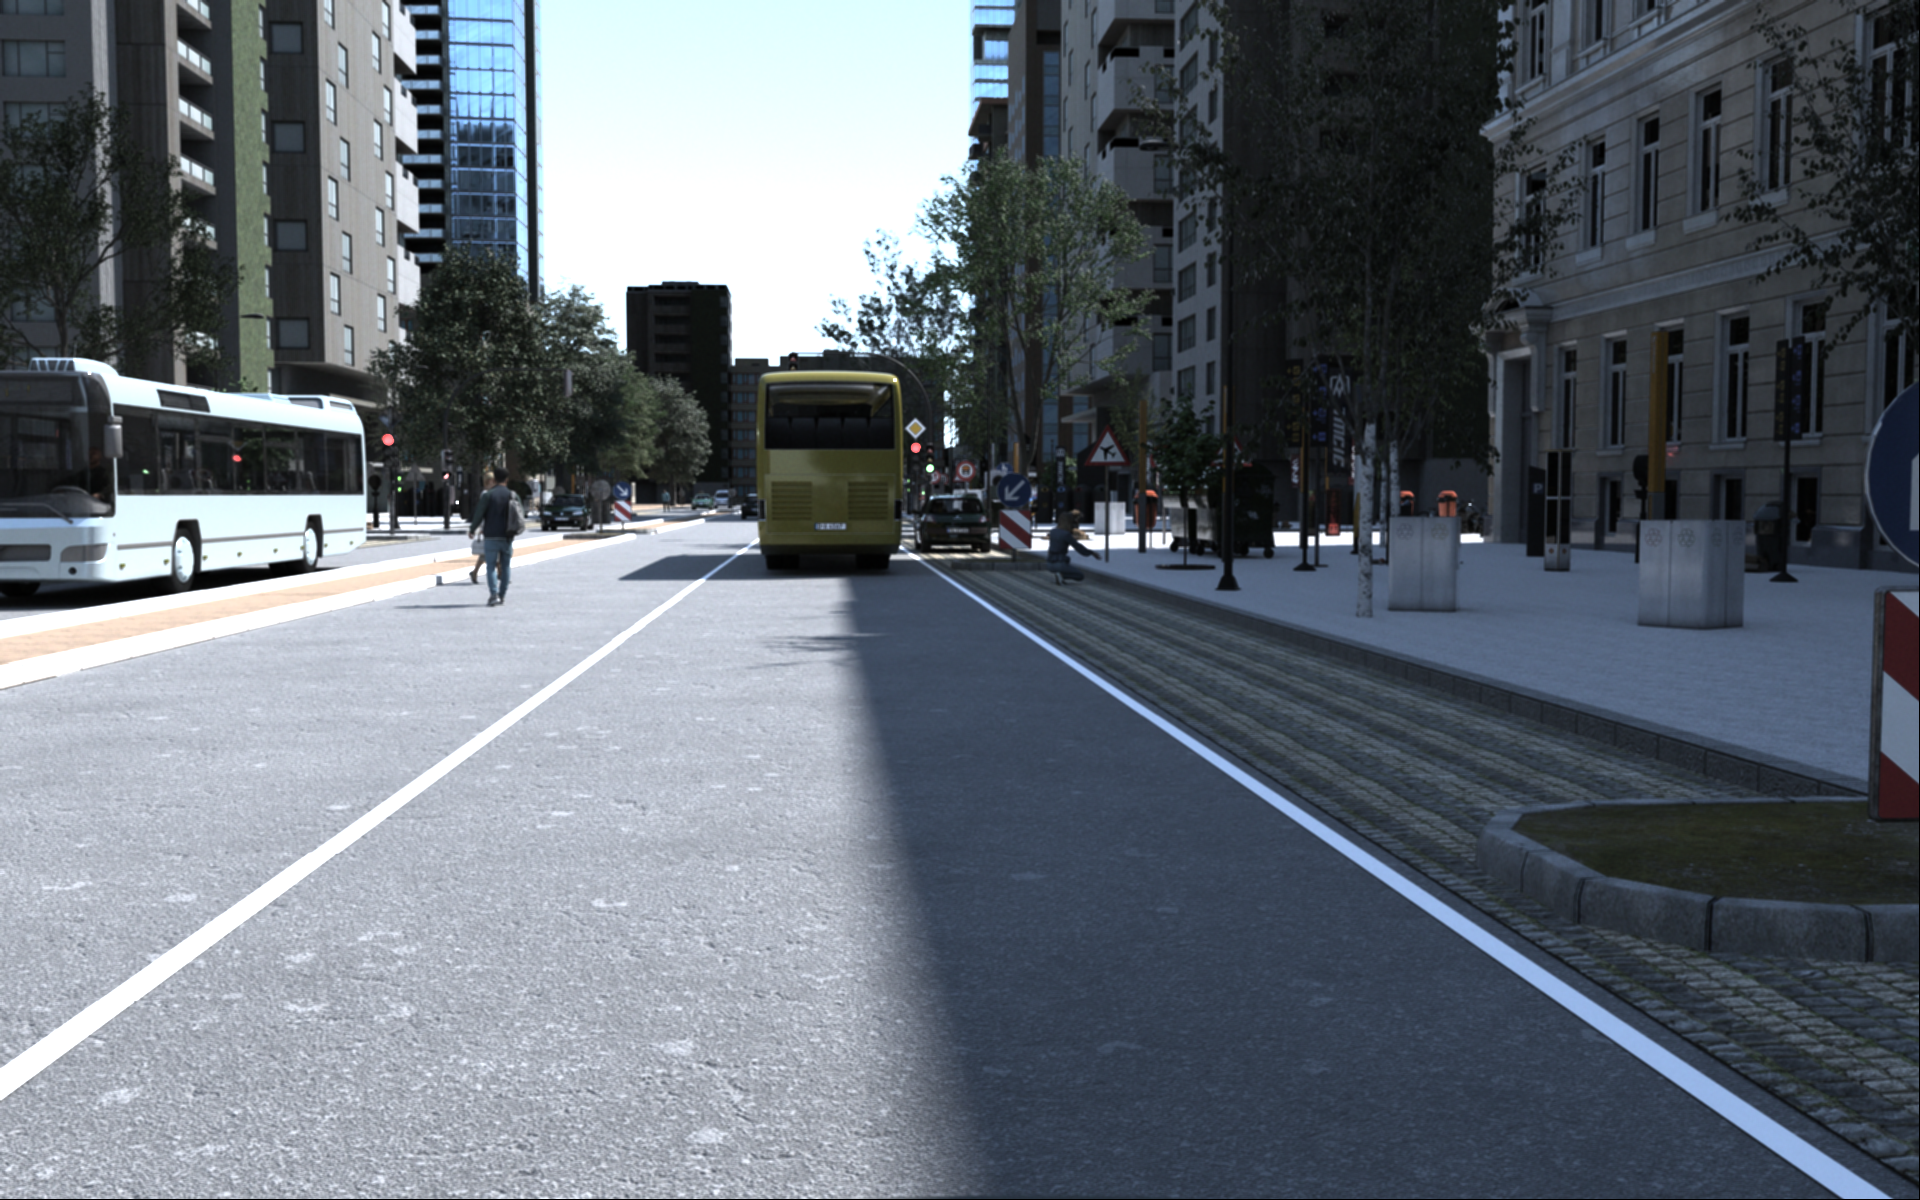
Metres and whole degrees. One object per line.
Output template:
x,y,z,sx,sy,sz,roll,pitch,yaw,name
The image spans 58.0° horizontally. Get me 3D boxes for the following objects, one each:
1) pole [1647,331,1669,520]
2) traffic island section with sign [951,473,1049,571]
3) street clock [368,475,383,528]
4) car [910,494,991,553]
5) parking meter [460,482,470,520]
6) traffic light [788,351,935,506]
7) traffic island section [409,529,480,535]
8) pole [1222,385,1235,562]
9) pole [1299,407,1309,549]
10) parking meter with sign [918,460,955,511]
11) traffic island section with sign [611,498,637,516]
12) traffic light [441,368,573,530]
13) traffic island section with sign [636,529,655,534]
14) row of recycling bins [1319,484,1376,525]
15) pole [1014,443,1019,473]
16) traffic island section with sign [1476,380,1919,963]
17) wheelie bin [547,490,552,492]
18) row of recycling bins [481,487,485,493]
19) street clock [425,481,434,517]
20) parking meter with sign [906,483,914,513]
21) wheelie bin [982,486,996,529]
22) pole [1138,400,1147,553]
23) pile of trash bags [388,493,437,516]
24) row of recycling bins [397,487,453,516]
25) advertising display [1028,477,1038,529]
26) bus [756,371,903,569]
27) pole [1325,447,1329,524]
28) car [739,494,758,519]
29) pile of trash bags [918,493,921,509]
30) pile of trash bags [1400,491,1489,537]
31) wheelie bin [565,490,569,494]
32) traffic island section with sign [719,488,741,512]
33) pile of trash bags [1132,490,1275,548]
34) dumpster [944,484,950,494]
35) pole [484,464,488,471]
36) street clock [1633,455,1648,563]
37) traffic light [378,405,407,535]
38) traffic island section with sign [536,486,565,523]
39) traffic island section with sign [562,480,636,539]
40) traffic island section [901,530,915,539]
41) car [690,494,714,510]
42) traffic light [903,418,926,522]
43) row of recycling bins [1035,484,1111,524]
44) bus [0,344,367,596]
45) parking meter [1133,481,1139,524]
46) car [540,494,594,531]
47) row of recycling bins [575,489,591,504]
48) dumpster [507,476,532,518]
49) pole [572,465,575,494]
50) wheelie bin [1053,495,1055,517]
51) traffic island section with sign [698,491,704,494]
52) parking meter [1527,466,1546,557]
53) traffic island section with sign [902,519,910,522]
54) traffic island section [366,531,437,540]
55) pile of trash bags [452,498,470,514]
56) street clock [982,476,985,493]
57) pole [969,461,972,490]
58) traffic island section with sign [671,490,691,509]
8.793,-1.713,21.856,0.158,3.312,0.155,0,3,0,pole
0.852,-1.496,33.094,1.989,1.847,2.006,0,4,-5,traffic island section with sign
-21.978,-3.706,65.155,0.471,2.002,0.358,0,4,-3,street clock
-0.215,-2.061,43.483,2.009,1.686,4.222,0,4,-5,car
-24.803,-4.960,86.806,0.399,1.863,0.255,-3,5,-40,parking meter
-3.098,-4.946,55.529,4.771,5.953,1.251,0,4,-5,traffic light
-18.553,-2.464,62.569,2.009,0.180,2.903,0,4,-5,traffic island section
5.042,-2.367,32.539,0.158,3.312,0.155,0,3,0,pole
8.091,-2.865,40.678,0.158,3.312,0.155,0,3,0,pole
-1.185,-5.673,89.008,1.738,3.016,0.543,-1,4,-10,parking meter with sign
-22.332,-6.444,113.991,1.989,1.847,2.006,0,4,-5,traffic island section with sign
-16.434,-5.380,62.639,4.771,5.953,1.251,0,4,-5,traffic light
-12.141,-3.339,62.735,2.006,1.907,1.989,0,4,-5,traffic island section with sign
16.032,-3.978,72.154,1.069,1.692,3.534,-2,4,-25,row of recycling bins
2.229,-4.581,68.736,0.158,3.312,0.155,0,3,0,pole
2.997,0.147,6.224,1.989,1.847,2.006,0,4,-5,traffic island section with sign
-30.088,-7.313,127.471,0.980,1.594,0.693,1,4,16,wheelie bin
-25.791,-5.488,96.847,1.069,1.692,3.534,1,4,19,row of recycling bins
-29.692,-5.670,97.269,0.358,2.002,0.471,-1,4,-23,street clock
-3.215,-7.300,115.623,1.738,3.016,0.543,1,4,14,parking meter with sign
1.246,-3.464,64.550,0.980,1.594,0.693,-2,4,-29,wheelie bin
3.982,-2.687,37.769,0.158,3.312,0.155,0,3,0,pole
-32.366,-5.725,103.363,3.447,1.369,1.912,-1,4,-9,pile of trash bags
-31.249,-5.713,100.528,3.534,1.692,1.069,-3,5,-40,row of recycling bins
2.414,-3.562,63.445,0.974,1.923,0.123,-2,4,-26,advertising display
-2.796,-2.716,35.948,2.896,3.916,12.252,0,4,-5,bus
14.885,-4.671,70.213,0.158,3.312,0.155,0,3,0,pole
-11.662,-5.475,99.295,2.009,1.686,4.222,0,4,-6,car
-2.949,-7.606,134.116,1.912,1.369,3.447,0,4,-4,pile of trash bags
15.787,-2.852,56.375,3.447,1.369,1.912,-1,4,-12,pile of trash bags
-28.057,-7.015,122.605,0.980,1.594,0.693,-3,4,-39,wheelie bin
-18.134,-7.920,137.635,2.006,1.907,1.989,0,4,-5,traffic island section with sign
5.752,-1.954,41.693,3.447,1.369,1.912,-1,4,-20,pile of trash bags
-1.251,-6.351,106.336,1.502,2.255,1.985,0,4,-5,dumpster
-29.891,-7.061,109.286,0.158,3.312,0.155,0,3,0,pole
12.664,-1.683,32.093,0.471,2.002,0.358,-3,5,-44,street clock
-17.876,-4.010,54.478,0.839,4.253,0.868,0,4,-5,traffic light
-20.194,-4.801,87.120,1.989,1.847,2.006,0,4,-5,traffic island section with sign
-11.561,-2.888,55.350,2.006,1.907,1.989,0,4,-5,traffic island section with sign
-0.979,-2.059,55.953,2.009,0.180,2.903,0,4,-5,traffic island section
-23.469,-8.929,157.787,2.131,1.459,4.920,0,4,-5,car
-1.655,-4.580,63.796,0.839,4.253,0.868,0,4,-5,traffic light
4.883,-4.162,75.163,3.534,1.692,1.069,2,4,25,row of recycling bins
-12.387,-1.974,27.130,2.948,3.499,13.247,0,4,-4,bus
7.644,-4.206,74.477,0.399,1.863,0.255,2,4,27,parking meter
-15.464,-3.578,68.293,2.009,1.686,4.222,0,4,-6,car
-28.661,-7.619,131.676,1.069,1.692,3.534,-2,4,-29,row of recycling bins
-23.257,-5.382,90.491,1.502,2.255,1.985,0,4,-4,dumpster
-25.385,-7.329,113.677,0.158,3.312,0.155,0,3,0,pole
5.038,-5.539,98.471,0.693,1.594,0.980,0,4,7,wheelie bin
-28.513,-11.173,191.307,1.989,1.847,2.006,0,4,-5,traffic island section with sign
11.863,-1.826,35.559,0.399,1.863,0.255,1,4,14,parking meter
-3.601,-4.903,88.792,1.989,1.847,2.006,0,4,-5,traffic island section with sign
-17.917,-1.977,54.610,2.009,0.180,2.903,0,4,-5,traffic island section
-33.320,-6.375,113.982,1.912,1.369,3.447,-2,4,-35,pile of trash bags
1.097,-4.017,70.249,0.358,2.002,0.471,2,4,34,street clock
0.670,-6.997,108.243,0.158,3.312,0.155,0,3,0,pole
-26.373,-9.530,164.437,1.989,1.847,2.006,0,4,-5,traffic island section with sign
